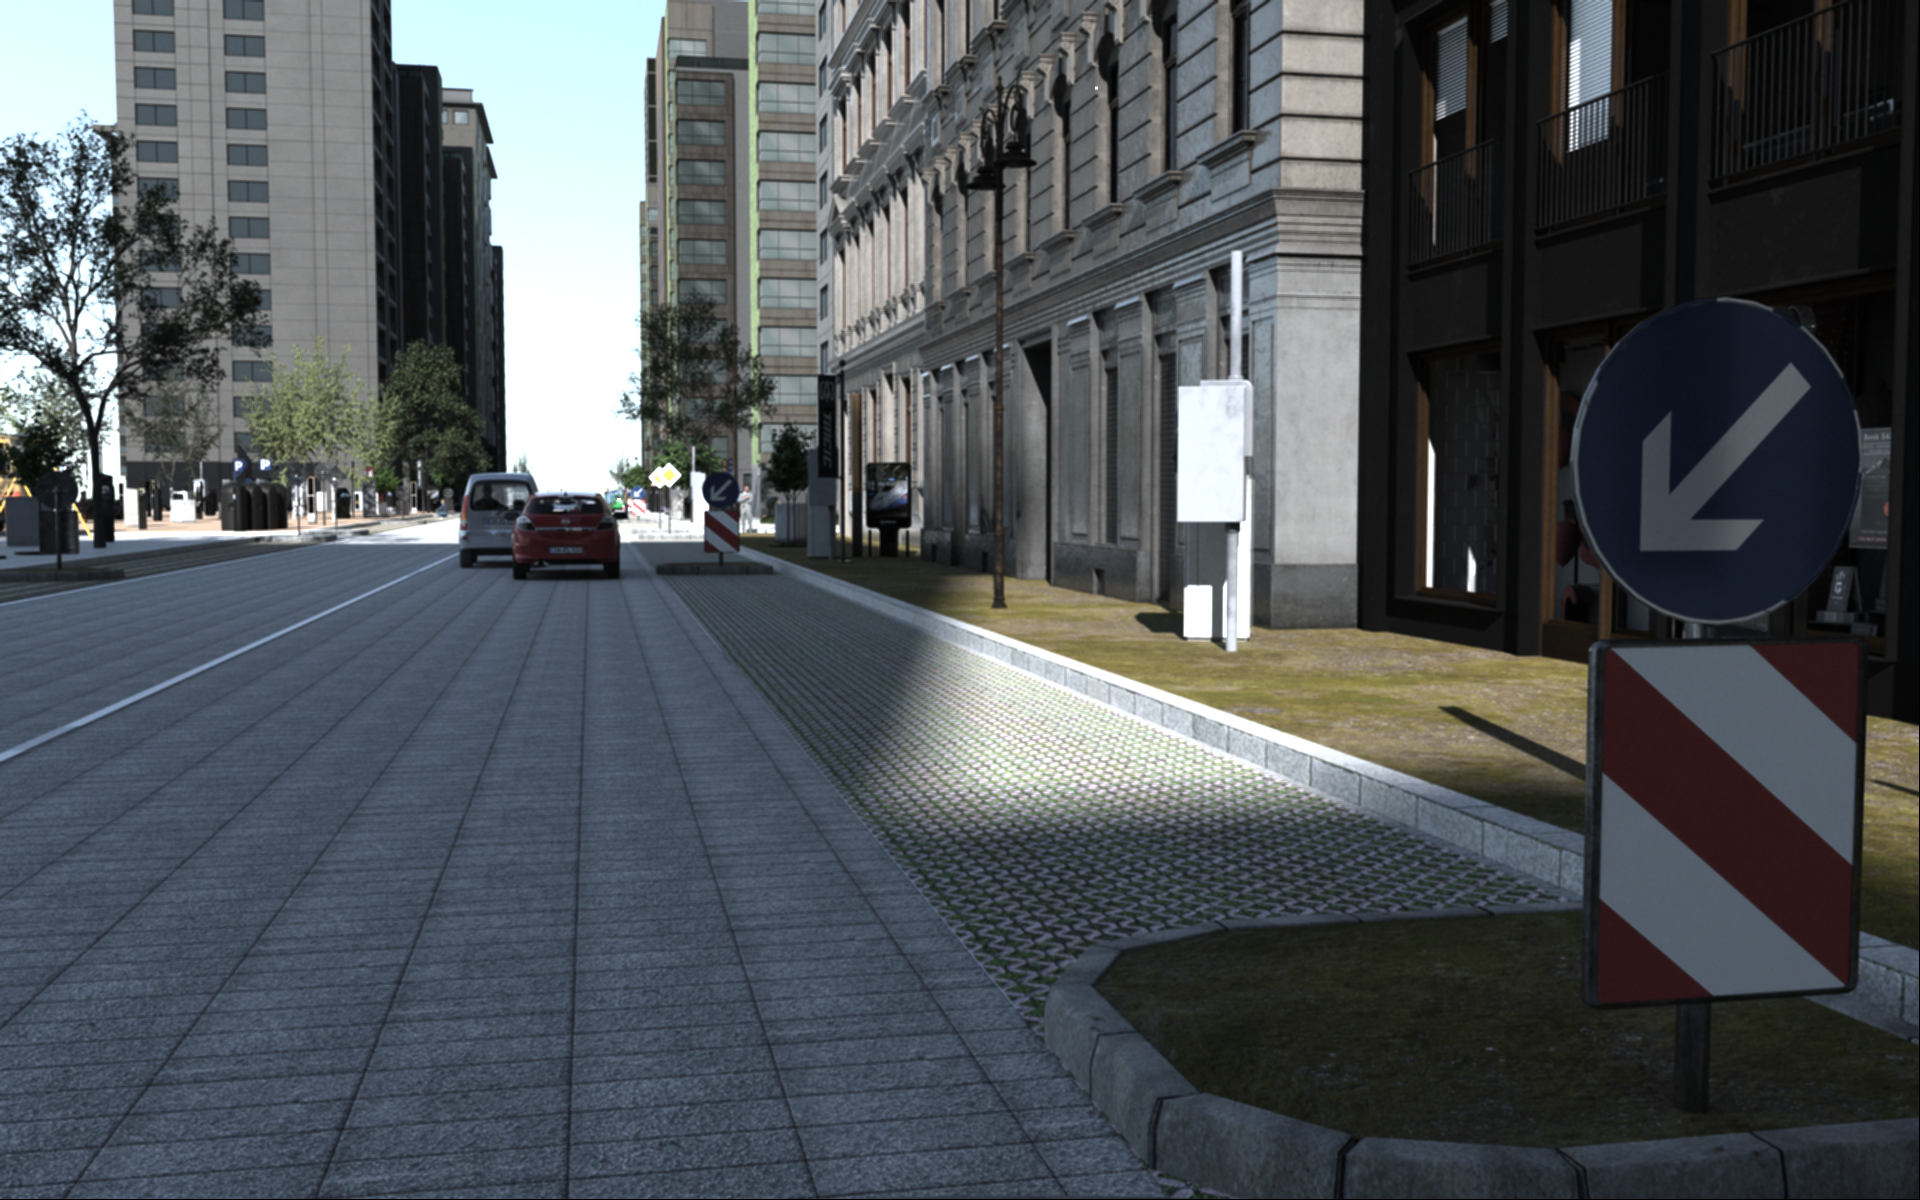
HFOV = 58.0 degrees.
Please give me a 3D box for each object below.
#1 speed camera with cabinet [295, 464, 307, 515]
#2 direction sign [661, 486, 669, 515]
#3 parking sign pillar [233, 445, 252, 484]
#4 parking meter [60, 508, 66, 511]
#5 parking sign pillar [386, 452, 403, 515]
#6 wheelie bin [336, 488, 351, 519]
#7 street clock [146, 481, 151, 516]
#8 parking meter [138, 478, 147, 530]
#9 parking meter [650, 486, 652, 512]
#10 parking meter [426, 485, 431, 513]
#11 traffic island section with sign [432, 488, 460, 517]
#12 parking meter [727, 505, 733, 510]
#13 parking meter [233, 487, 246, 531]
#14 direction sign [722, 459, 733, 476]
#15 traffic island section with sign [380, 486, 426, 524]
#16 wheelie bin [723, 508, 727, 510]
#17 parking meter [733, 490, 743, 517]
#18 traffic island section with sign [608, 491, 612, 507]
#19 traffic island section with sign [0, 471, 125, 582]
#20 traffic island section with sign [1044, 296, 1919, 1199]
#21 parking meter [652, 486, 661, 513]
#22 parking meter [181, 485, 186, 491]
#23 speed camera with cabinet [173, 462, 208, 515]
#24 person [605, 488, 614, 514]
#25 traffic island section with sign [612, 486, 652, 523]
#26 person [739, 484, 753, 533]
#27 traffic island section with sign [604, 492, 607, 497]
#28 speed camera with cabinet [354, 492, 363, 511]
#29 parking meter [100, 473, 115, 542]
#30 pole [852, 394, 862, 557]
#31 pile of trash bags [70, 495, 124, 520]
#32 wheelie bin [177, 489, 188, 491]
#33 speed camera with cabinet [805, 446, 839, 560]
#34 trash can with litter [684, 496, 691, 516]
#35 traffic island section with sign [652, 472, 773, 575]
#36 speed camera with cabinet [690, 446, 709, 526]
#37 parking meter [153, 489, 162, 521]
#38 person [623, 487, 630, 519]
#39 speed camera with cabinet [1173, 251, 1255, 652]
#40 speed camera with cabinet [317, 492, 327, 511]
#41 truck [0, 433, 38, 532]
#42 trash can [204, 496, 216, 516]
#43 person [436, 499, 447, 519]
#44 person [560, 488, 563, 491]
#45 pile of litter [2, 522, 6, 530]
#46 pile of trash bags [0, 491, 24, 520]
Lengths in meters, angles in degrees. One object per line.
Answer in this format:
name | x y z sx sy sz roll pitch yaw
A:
speed camera with cabinet | -40.361 -6.819 105.818 0.660 3.252 2.038 -1 4 -14
direction sign | -20.833 -7.914 121.396 0.379 3.537 0.876 -2 4 -28
parking sign pillar | -38.997 -6.463 94.150 1.447 3.967 1.447 3 5 41
parking meter | -41.160 -4.336 79.307 0.372 1.533 0.369 0 3 0
parking sign pillar | -35.638 -7.382 109.168 1.447 3.967 1.447 1 4 13
wheelie bin | -32.302 -5.057 90.596 0.980 1.594 0.693 1 4 22
street clock | -46.615 -5.808 99.529 0.471 2.002 0.358 -1 4 -22
parking meter | -29.595 -3.484 62.678 0.255 1.863 0.399 -2 4 -24
parking meter | -21.494 -7.052 121.013 0.255 1.863 0.399 -2 4 -32
parking meter | -36.058 -6.838 117.516 0.255 1.863 0.399 -1 4 -17
traffic island section with sign | -32.393 -6.190 109.835 1.989 1.847 2.006 -1 4 -12
parking meter | -13.128 -5.539 98.971 0.372 1.533 0.369 0 3 0
parking meter | -24.769 -3.127 59.533 0.372 1.533 0.369 0 3 0
direction sign | -14.866 -7.260 110.705 0.876 3.537 0.379 2 4 35
traffic island section with sign | -26.656 -4.545 82.934 1.989 1.847 2.006 -1 4 -12
wheelie bin | -14.724 -6.076 107.247 0.980 1.594 0.693 0 4 0
parking meter | -12.224 -5.367 96.158 0.372 1.533 0.369 0 3 0
traffic island section with sign | -21.653 -6.329 112.101 1.989 1.847 2.006 -1 4 -12
traffic island section with sign | -15.199 -1.245 28.987 1.989 1.847 2.006 -1 4 -12
traffic island section with sign | 1.279 0.268 4.250 1.989 1.847 2.006 -1 4 -12
parking meter | -20.920 -6.998 120.128 0.399 1.863 0.255 3 5 39
parking meter | -48.557 -6.276 108.315 0.255 1.863 0.399 -1 4 -18
speed camera with cabinet | -47.296 -6.847 106.289 2.038 3.252 0.660 0 4 -2
person | -20.817 -5.746 102.786 0.601 1.785 0.444 3 4 38
traffic island section with sign | -16.051 -4.716 85.732 1.989 1.847 2.006 -1 4 -12
person | -7.536 -3.198 60.972 0.511 1.800 0.466 0 4 -7
traffic island section with sign | -31.963 -9.292 160.545 1.989 1.847 2.006 -1 4 -12
speed camera with cabinet | -45.551 -8.441 132.340 2.038 3.252 0.660 3 5 43
parking meter | -22.841 -2.486 46.363 0.399 1.863 0.255 -1 4 -21
pole | -2.106 -2.546 35.474 0.158 3.312 0.155 0 3 0
pile of trash bags | -41.860 -4.653 85.833 3.447 1.369 1.912 1 4 17
wheelie bin | -50.497 -6.403 112.598 0.980 1.594 0.693 -1 4 -18
speed camera with cabinet | -2.752 -2.445 34.308 0.660 3.252 2.038 0 4 -6
trash can with litter | -15.803 -5.315 98.287 1.055 1.170 0.624 0 4 -2
traffic island section with sign | -4.485 -1.390 31.353 1.989 1.847 2.006 -1 4 -12
speed camera with cabinet | -10.655 -4.688 70.989 0.660 3.252 2.038 -1 4 -14
parking meter | -38.162 -4.523 82.355 0.372 1.533 0.369 0 3 0
person | -18.872 -5.470 97.850 0.656 1.842 0.836 2 4 32
speed camera with cabinet | 2.211 -1.258 14.909 0.660 3.252 2.038 1 4 12
speed camera with cabinet | -48.491 -8.265 129.468 2.038 3.252 0.660 -3 4 -37
truck | -33.262 -3.564 54.198 9.791 3.379 3.469 -1 4 -12
trash can | -44.236 -5.536 102.165 0.748 1.137 0.748 0 3 0
person | -30.001 -5.262 100.027 0.738 1.151 1.012 0 4 4
person | -27.896 -6.906 121.423 0.388 1.821 0.555 2 4 23
pile of litter | -35.881 -3.228 66.749 1.719 0.858 1.176 -2 4 -35
pile of trash bags | -28.760 -2.501 50.651 3.447 1.369 1.912 1 4 17
